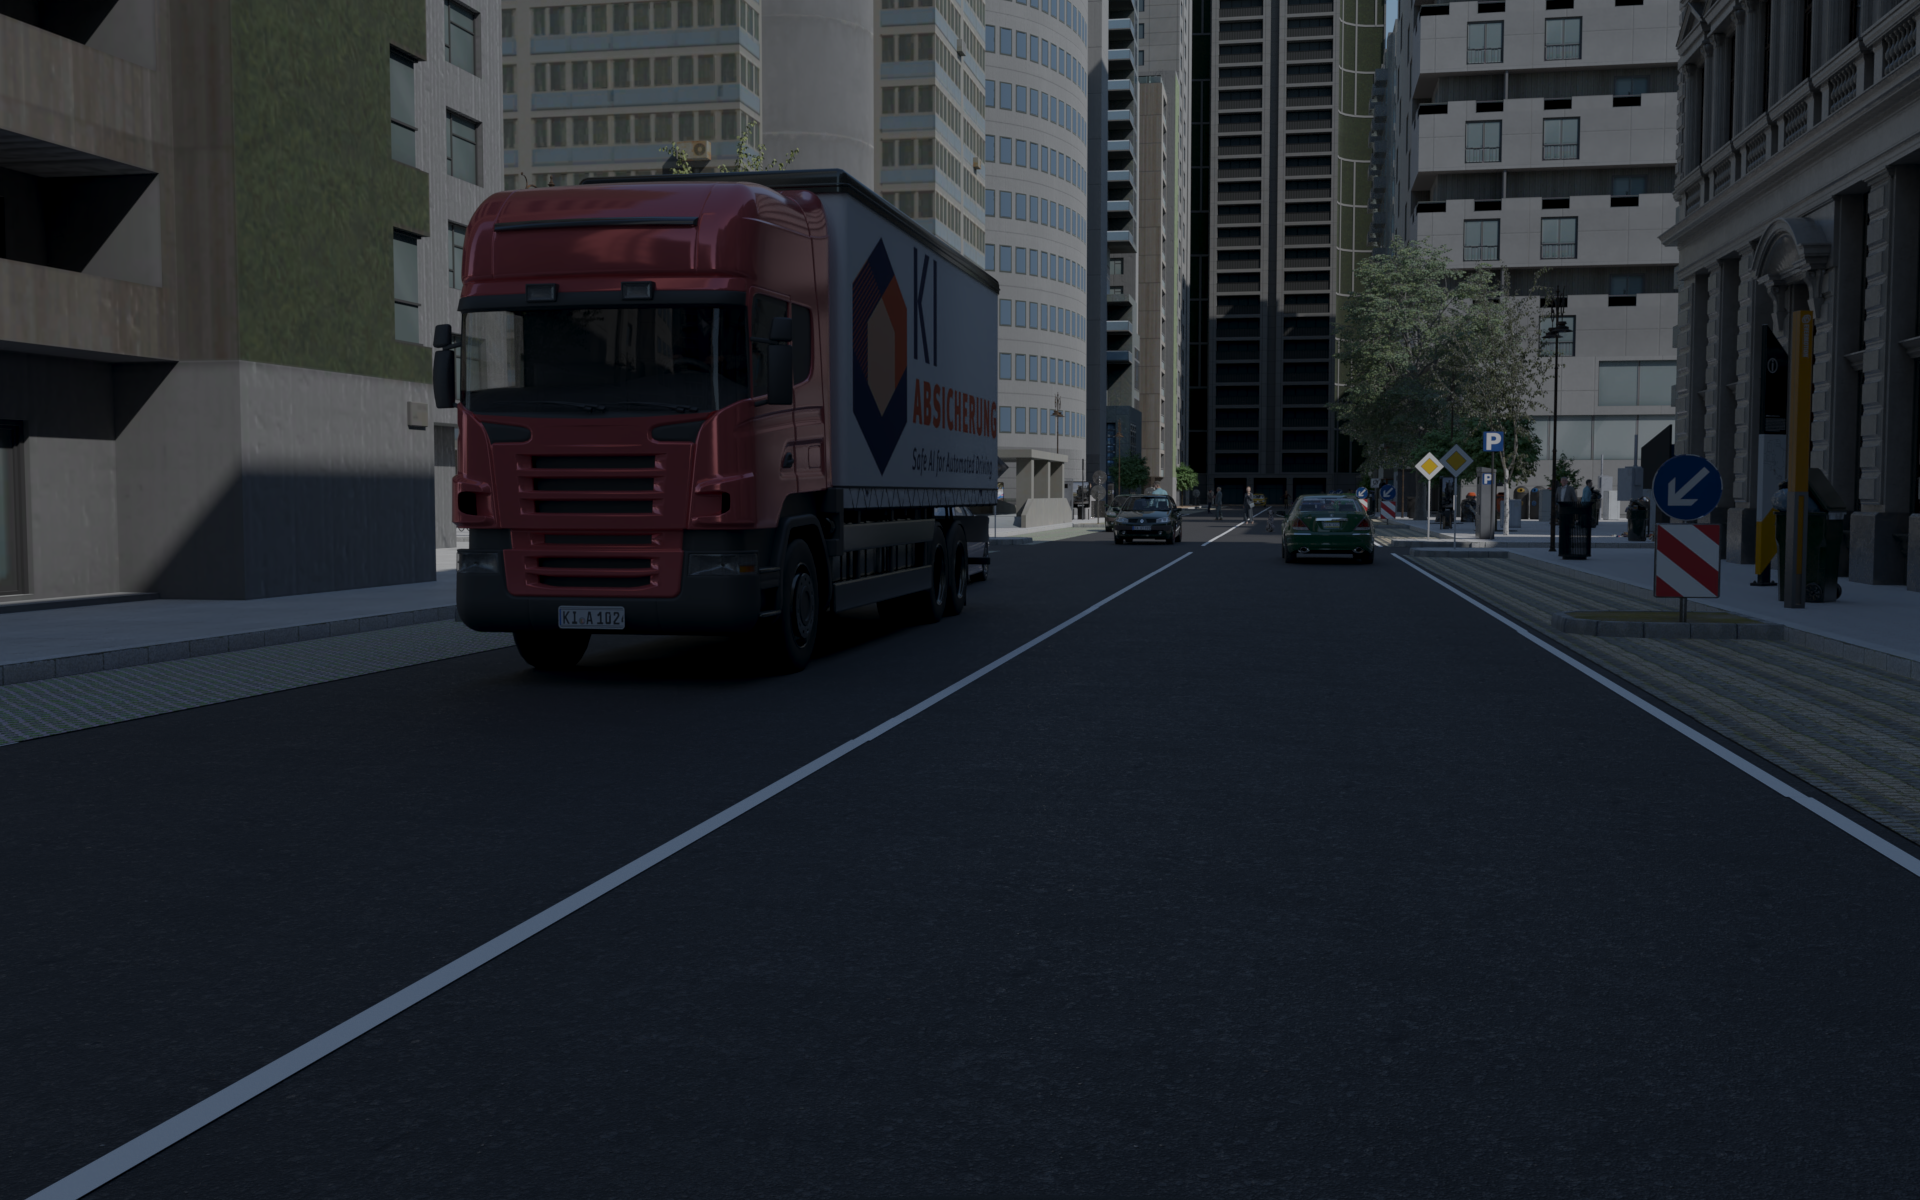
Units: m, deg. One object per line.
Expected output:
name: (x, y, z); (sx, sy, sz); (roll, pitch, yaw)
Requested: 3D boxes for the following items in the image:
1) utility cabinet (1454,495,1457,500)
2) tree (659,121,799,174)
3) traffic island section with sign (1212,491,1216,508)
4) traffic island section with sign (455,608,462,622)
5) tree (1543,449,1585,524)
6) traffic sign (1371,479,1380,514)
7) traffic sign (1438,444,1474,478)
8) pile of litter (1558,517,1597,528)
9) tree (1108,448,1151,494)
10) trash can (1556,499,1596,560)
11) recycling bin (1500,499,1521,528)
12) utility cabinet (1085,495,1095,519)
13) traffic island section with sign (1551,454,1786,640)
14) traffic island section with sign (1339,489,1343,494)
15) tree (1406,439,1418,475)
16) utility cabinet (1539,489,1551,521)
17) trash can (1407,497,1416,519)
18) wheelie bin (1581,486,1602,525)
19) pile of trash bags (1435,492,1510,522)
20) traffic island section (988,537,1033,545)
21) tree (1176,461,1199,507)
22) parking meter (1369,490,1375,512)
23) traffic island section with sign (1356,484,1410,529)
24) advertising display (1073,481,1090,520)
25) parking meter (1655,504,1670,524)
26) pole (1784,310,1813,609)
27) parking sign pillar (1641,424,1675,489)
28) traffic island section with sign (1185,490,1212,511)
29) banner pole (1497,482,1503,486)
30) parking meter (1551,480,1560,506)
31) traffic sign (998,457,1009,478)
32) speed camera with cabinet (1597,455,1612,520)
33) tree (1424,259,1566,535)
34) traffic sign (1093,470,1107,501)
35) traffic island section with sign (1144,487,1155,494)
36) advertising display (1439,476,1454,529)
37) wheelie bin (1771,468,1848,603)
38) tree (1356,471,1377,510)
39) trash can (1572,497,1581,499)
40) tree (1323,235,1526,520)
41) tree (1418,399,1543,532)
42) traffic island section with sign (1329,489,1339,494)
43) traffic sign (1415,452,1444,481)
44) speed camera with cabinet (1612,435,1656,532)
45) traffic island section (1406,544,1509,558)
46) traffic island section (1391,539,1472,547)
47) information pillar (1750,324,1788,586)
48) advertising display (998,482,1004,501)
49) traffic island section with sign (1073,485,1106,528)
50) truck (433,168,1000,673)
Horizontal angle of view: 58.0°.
utility cabinet: (26.281, -5.021, 93.261); (0.306, 1.237, 1.020); (-2, 4, -24)
tree: (-4.690, -5.187, 35.171); (4.737, 8.622, 4.395); (0, 3, 0)
traffic island section with sign: (25.626, -10.274, 176.599); (1.989, 1.847, 2.006); (1, 4, 11)
traffic island section with sign: (-4.479, -0.699, 20.051); (1.989, 1.847, 2.006); (1, 4, 11)
tree: (25.654, -4.861, 74.086); (1.663, 3.219, 1.824); (0, 3, 0)
traffic sign: (27.341, -6.842, 113.992); (0.606, 2.300, 0.079); (1, 4, 15)
traffic sign: (11.472, -2.314, 40.027); (0.795, 2.593, 0.064); (1, 4, 11)
pile of litter: (23.269, -3.140, 65.310); (1.719, 0.858, 1.176); (-1, 4, -17)
tree: (12.164, -8.577, 123.952); (4.285, 4.588, 4.351); (0, 3, 0)
trash can: (12.035, -1.360, 33.884); (0.748, 1.137, 0.748); (0, 3, 0)
recycling bin: (21.015, -3.275, 66.105); (0.722, 1.027, 0.722); (1, 4, 13)
utility cabinet: (6.541, -4.713, 88.220); (0.306, 1.237, 1.020); (2, 4, 34)
traffic island section with sign: (7.256, -0.572, 17.977); (1.989, 1.847, 2.006); (1, 4, 11)
traffic island section with sign: (22.880, -5.539, 99.192); (1.989, 1.847, 2.006); (1, 4, 11)
tree: (21.021, -5.579, 74.923); (4.285, 4.588, 4.351); (0, 3, 0)
utility cabinet: (27.402, -4.371, 80.152); (1.173, 1.500, 0.318); (-1, 4, -10)
trash can: (23.638, -4.813, 90.347); (0.748, 1.137, 0.748); (0, 3, 0)
wheelie bin: (25.911, -3.862, 71.059); (0.693, 1.594, 0.980); (3, 4, 37)
pile of trash bags: (23.373, -4.240, 79.074); (3.447, 1.369, 1.912); (3, 4, 36)
traffic island section: (0.984, -1.711, 50.255); (2.009, 0.180, 2.903); (1, 4, 11)
tree: (22.078, -11.561, 172.732); (4.285, 4.588, 4.351); (0, 3, 0)
parking meter: (28.076, -6.701, 117.966); (0.372, 1.533, 0.369); (0, 3, 0)
traffic island section with sign: (17.689, -3.888, 72.202); (1.989, 1.847, 2.006); (1, 4, 11)
advertising display: (6.055, -4.977, 86.588); (0.974, 1.923, 0.123); (2, 4, 32)
parking meter: (21.613, -2.909, 53.277); (0.399, 1.863, 0.255); (-2, 4, -26)
pole: (9.386, -1.562, 19.382); (0.158, 3.312, 0.155); (0, 3, 0)
parking sign pillar: (27.188, -4.832, 67.475); (1.447, 3.967, 1.447); (-2, 4, -31)
traffic island section with sign: (20.536, -8.654, 150.127); (1.989, 1.847, 2.006); (1, 4, 11)
banner pole: (21.351, -4.841, 69.159); (0.401, 3.779, 0.863); (-3, 5, -39)
parking meter: (24.791, -4.063, 72.147); (0.255, 1.863, 0.399); (2, 4, 33)
traffic sign: (1.009, -2.935, 50.183); (0.795, 2.593, 0.064); (1, 4, 11)
speed camera with cabinet: (32.224, -5.606, 85.991); (0.660, 3.252, 2.038); (0, 4, 6)
tree: (16.774, -6.308, 53.493); (4.360, 8.622, 3.978); (0, 3, 0)
traffic sign: (7.483, -5.676, 92.911); (0.768, 2.556, 0.104); (1, 4, 16)
traffic island section with sign: (11.133, -5.664, 101.238); (1.989, 1.847, 2.006); (1, 4, 11)
advertising display: (17.714, -3.539, 63.083); (0.123, 1.923, 0.974); (3, 5, 41)
wheelie bin: (10.111, -0.781, 20.677); (0.980, 1.594, 0.693); (-3, 5, -44)
tree: (33.347, -9.014, 141.976); (1.663, 3.219, 1.824); (0, 3, 0)
trash can: (29.883, -4.421, 83.938); (0.748, 1.137, 0.748); (0, 3, 0)
tree: (22.463, -10.859, 84.206); (9.857, 13.997, 8.962); (0, 3, 0)
tree: (18.520, -4.651, 59.752); (4.285, 4.588, 4.351); (0, 3, 0)
traffic island section with sign: (37.350, -10.143, 174.459); (1.989, 1.847, 2.006); (1, 4, 11)
traffic sign: (12.980, -2.794, 47.868); (0.795, 2.593, 0.064); (1, 4, 11)
speed camera with cabinet: (22.919, -3.907, 58.223); (2.038, 3.252, 0.660); (-3, 4, -36)
traffic island section: (11.497, -1.090, 40.105); (2.009, 0.180, 2.903); (1, 4, 11)
traffic island section: (13.005, -1.570, 47.947); (2.009, 0.180, 2.903); (1, 4, 11)
information pillar: (11.300, -2.004, 24.123); (0.504, 3.616, 0.183); (-2, 4, -28)
advertising display: (1.868, -5.300, 91.868); (0.974, 1.923, 0.123); (-2, 4, -25)
traffic island section with sign: (5.960, -4.020, 74.355); (1.989, 1.847, 2.006); (1, 4, 11)
truck: (-1.748, -1.743, 17.406); (2.839, 4.237, 11.283); (1, 4, 11)
